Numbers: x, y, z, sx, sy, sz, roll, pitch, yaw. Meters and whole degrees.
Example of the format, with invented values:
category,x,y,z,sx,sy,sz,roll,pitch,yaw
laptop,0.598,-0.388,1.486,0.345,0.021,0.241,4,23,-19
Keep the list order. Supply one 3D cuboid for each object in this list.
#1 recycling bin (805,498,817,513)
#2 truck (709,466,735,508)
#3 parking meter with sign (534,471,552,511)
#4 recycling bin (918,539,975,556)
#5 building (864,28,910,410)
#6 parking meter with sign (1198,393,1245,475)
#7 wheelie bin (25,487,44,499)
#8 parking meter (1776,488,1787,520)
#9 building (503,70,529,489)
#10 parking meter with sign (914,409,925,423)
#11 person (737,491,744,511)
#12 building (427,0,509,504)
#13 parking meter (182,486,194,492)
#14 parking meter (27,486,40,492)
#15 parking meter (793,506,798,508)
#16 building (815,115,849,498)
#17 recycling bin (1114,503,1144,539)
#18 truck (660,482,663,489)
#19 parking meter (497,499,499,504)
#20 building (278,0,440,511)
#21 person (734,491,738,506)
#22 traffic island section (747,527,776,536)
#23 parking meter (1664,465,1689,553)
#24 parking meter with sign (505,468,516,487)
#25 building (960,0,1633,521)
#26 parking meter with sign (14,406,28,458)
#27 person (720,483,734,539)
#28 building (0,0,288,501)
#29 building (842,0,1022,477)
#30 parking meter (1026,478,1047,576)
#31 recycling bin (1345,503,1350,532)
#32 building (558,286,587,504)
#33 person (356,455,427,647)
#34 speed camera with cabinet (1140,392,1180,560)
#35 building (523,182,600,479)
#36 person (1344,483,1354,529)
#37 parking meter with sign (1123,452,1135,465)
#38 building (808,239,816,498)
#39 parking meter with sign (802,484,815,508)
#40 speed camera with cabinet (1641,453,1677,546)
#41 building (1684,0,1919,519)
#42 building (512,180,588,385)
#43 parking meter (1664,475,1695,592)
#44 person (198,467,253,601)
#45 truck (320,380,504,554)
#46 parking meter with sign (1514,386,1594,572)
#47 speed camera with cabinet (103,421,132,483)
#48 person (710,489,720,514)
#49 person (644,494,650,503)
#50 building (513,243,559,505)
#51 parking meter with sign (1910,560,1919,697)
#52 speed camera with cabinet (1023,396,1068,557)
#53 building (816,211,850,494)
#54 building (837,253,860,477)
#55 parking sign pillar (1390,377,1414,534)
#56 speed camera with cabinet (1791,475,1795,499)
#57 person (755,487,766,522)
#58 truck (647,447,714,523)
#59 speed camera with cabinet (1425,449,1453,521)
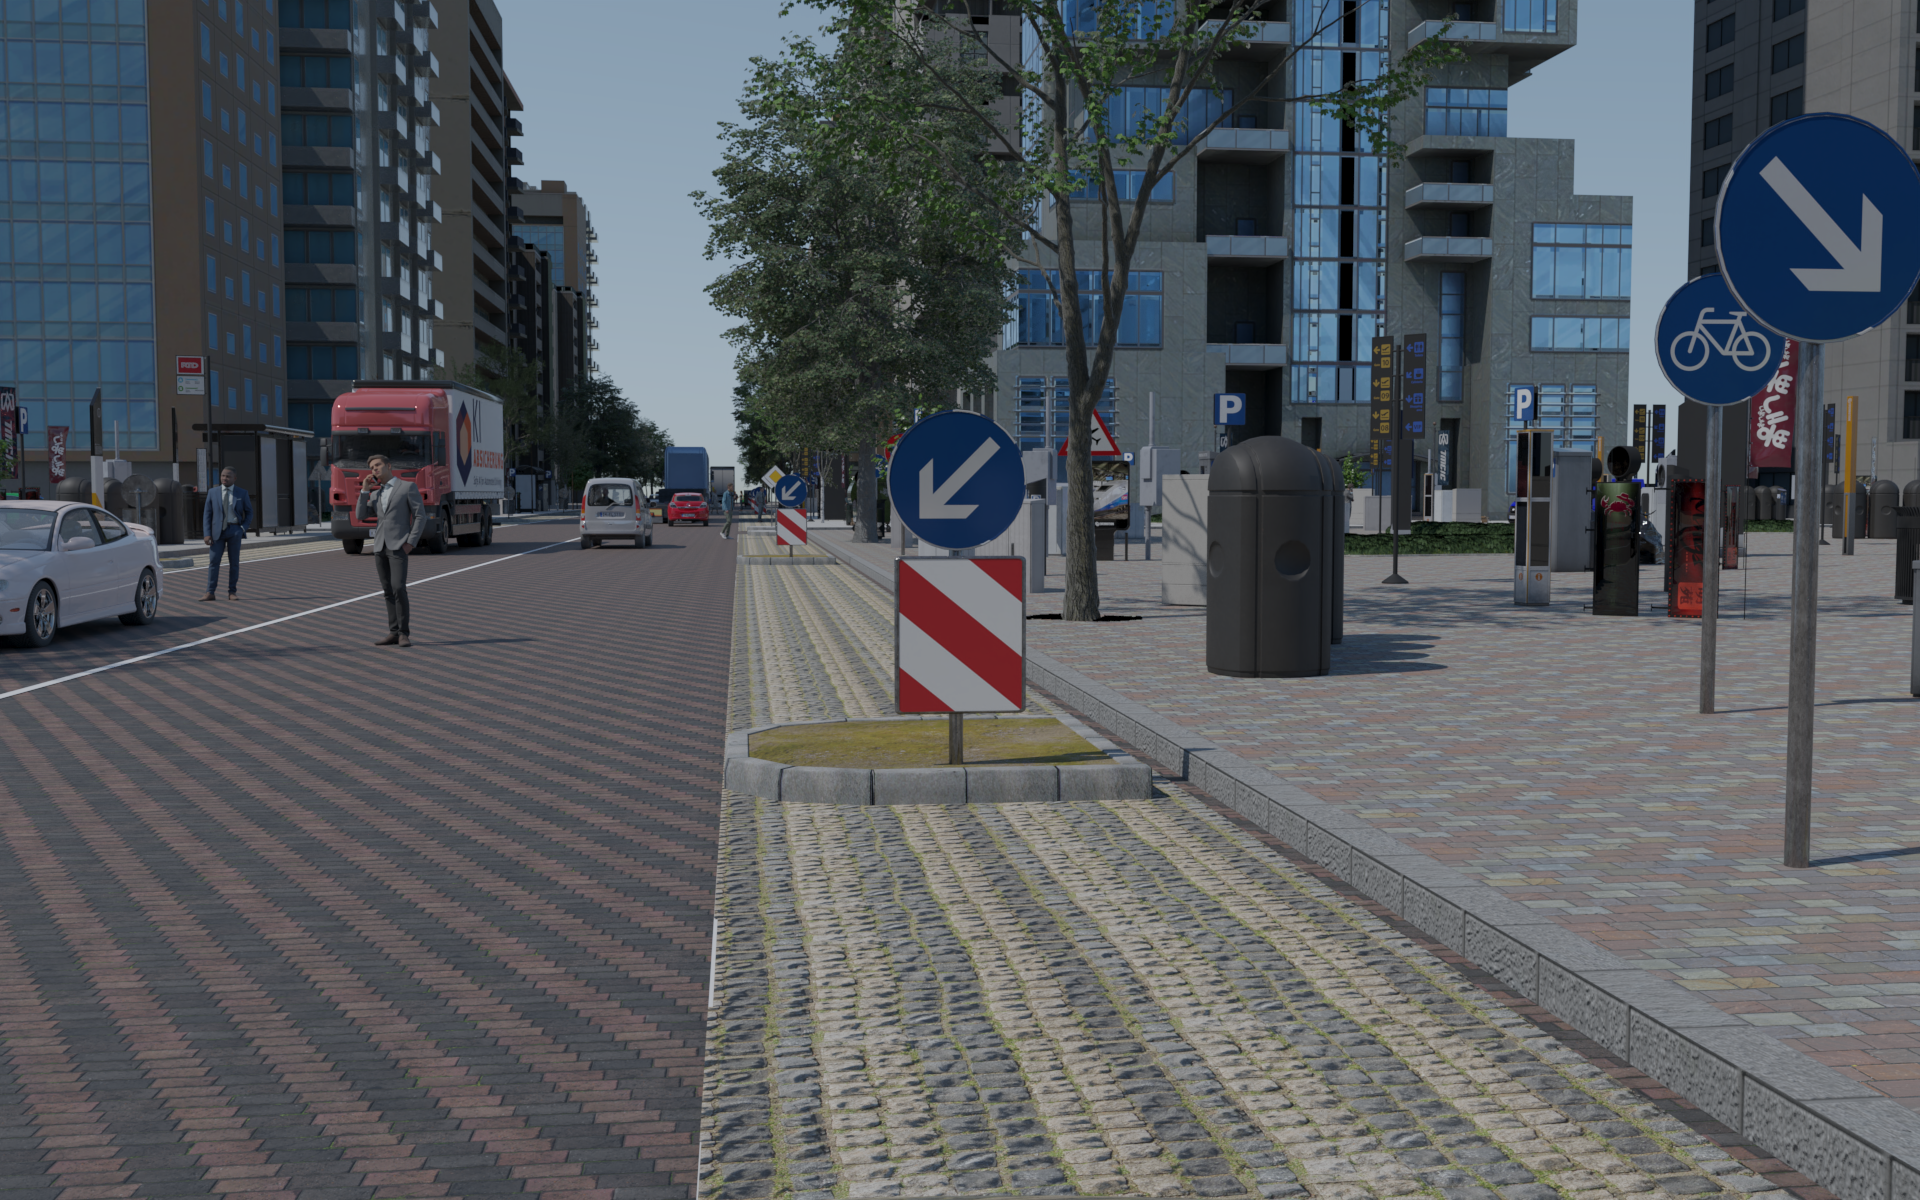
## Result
category,x,y,z,sx,sy,sz,roll,pitch,yaw
recycling bin,-10.281,-6.548,119.618,0.722,1.027,0.722,-1,4,-19
truck,-24.693,-11.670,179.713,2.839,4.237,11.283,-1,4,-8
parking meter with sign,-30.896,-8.074,128.276,0.543,3.016,1.738,1,4,20
recycling bin,-0.171,-0.886,27.035,0.722,1.027,0.722,2,4,33
building,-1.601,-31.407,163.621,14.600,45.320,14.200,0,4,-7
parking meter with sign,4.558,-2.117,30.867,0.543,3.016,1.738,0,4,-7
wheelie bin,-39.296,-3.999,73.296,0.980,1.594,0.693,-1,4,-20
parking meter,36.025,-4.131,75.957,0.372,1.533,0.369,0,3,0
building,-55.803,-31.767,174.018,22.147,44.769,28.867,0,4,-7
parking meter with sign,-0.021,-2.392,35.367,1.738,3.016,0.543,-1,4,-18
person,-18.861,-8.532,148.724,0.721,1.735,1.217,-2,4,-32
building,-51.404,-32.130,149.030,21.300,48.544,21.600,0,4,-7
parking meter,-24.757,-2.882,55.536,0.372,1.533,0.369,0,3,0
parking meter,-30.797,-3.010,57.620,0.372,1.533,0.369,0,3,0
parking meter,-9.741,-5.877,101.805,0.255,1.863,0.399,2,4,35
building,-12.416,-44.762,273.858,21.231,58.520,28.212,0,4,-7
recycling bin,4.805,-2.274,49.740,0.722,1.027,0.722,-3,4,-36
truck,-33.724,-12.840,205.852,3.469,3.379,9.791,0,4,-8
parking meter,-29.017,-6.333,109.259,0.399,1.863,0.255,3,5,40
building,-47.782,-30.393,116.541,23.786,49.044,30.456,0,4,-7
person,-26.649,-12.005,205.314,0.617,1.759,0.750,1,4,9
traffic island section,-6.374,-2.318,60.175,2.009,0.180,2.903,0,4,-7
parking meter,14.234,-1.752,34.364,0.399,1.863,0.255,0,4,-8
parking meter with sign,-30.801,-7.447,118.019,0.543,3.016,1.738,-2,4,-33
building,15.629,-47.431,88.163,31.000,86.520,22.319,0,4,-7
parking meter with sign,-19.475,-2.329,34.343,1.738,3.016,0.543,-1,4,-12
person,-7.363,-2.813,54.829,0.444,1.785,0.601,2,4,25
building,-40.510,-26.298,80.082,14.600,45.320,14.200,0,4,-7
building,2.481,-36.431,184.884,28.713,52.752,27.495,0,4,-7
parking meter,1.172,-1.149,27.202,0.372,1.533,0.369,0,3,0
recycling bin,10.559,-2.234,49.074,0.722,1.027,0.722,3,5,41
building,-58.684,-28.429,236.507,14.160,30.474,14.107,0,4,-7
person,-5.378,-0.471,16.388,0.592,1.802,0.473,2,4,34
speed camera with cabinet,4.158,-2.369,33.068,0.660,3.252,2.038,-1,4,-22
building,-68.422,-39.883,271.692,23.786,49.044,30.456,0,4,-7
person,15.241,-3.641,67.836,0.447,1.846,0.655,0,4,-7
parking meter with sign,6.560,-4.618,71.767,0.543,3.016,1.738,3,4,36
building,-18.636,-39.443,295.000,14.600,45.320,14.200,0,4,-7
parking meter with sign,-11.889,-8.532,135.760,0.543,3.016,1.738,-3,5,-43
speed camera with cabinet,17.198,-2.933,42.284,0.660,3.252,2.038,0,4,6
building,53.240,-39.833,89.519,20.611,71.187,20.563,0,4,-7
building,-61.465,-36.704,250.220,14.600,45.320,14.200,0,4,-7
parking meter,9.446,-0.874,22.707,0.372,1.533,0.369,0,3,0
person,-9.922,-0.899,23.386,0.721,1.800,0.419,-2,4,-25
truck,-13.909,-3.421,44.843,2.839,4.237,11.283,0,4,-6
parking meter with sign,10.007,-1.971,28.481,1.738,3.016,0.543,-1,4,-16
speed camera with cabinet,-22.441,-3.242,47.344,0.660,3.252,2.038,2,4,35
person,-17.520,-7.034,123.864,0.624,1.780,0.694,3,5,42
person,-27.213,-8.473,150.226,0.799,1.438,0.628,1,4,15
building,-54.012,-25.995,196.720,14.160,30.474,14.107,0,4,-7
parking meter with sign,6.687,-0.925,11.388,0.543,3.016,1.738,3,4,39
speed camera with cabinet,1.828,-2.542,35.892,0.660,3.252,2.038,1,4,18
building,-14.005,-34.820,252.908,14.154,41.232,14.086,0,4,-7
building,-7.641,-26.515,205.214,14.160,30.474,14.107,0,4,-7
parking sign pillar,10.309,-3.178,40.435,1.447,3.967,1.447,1,4,12
speed camera with cabinet,39.412,-5.281,80.679,2.038,3.252,0.660,-3,5,-44
person,-10.141,-4.864,88.118,0.391,1.810,0.635,2,4,25
truck,-14.985,-6.279,92.419,2.967,4.110,18.799,0,4,-5
speed camera with cabinet,20.993,-4.987,75.873,0.660,3.252,2.038,0,4,-6
